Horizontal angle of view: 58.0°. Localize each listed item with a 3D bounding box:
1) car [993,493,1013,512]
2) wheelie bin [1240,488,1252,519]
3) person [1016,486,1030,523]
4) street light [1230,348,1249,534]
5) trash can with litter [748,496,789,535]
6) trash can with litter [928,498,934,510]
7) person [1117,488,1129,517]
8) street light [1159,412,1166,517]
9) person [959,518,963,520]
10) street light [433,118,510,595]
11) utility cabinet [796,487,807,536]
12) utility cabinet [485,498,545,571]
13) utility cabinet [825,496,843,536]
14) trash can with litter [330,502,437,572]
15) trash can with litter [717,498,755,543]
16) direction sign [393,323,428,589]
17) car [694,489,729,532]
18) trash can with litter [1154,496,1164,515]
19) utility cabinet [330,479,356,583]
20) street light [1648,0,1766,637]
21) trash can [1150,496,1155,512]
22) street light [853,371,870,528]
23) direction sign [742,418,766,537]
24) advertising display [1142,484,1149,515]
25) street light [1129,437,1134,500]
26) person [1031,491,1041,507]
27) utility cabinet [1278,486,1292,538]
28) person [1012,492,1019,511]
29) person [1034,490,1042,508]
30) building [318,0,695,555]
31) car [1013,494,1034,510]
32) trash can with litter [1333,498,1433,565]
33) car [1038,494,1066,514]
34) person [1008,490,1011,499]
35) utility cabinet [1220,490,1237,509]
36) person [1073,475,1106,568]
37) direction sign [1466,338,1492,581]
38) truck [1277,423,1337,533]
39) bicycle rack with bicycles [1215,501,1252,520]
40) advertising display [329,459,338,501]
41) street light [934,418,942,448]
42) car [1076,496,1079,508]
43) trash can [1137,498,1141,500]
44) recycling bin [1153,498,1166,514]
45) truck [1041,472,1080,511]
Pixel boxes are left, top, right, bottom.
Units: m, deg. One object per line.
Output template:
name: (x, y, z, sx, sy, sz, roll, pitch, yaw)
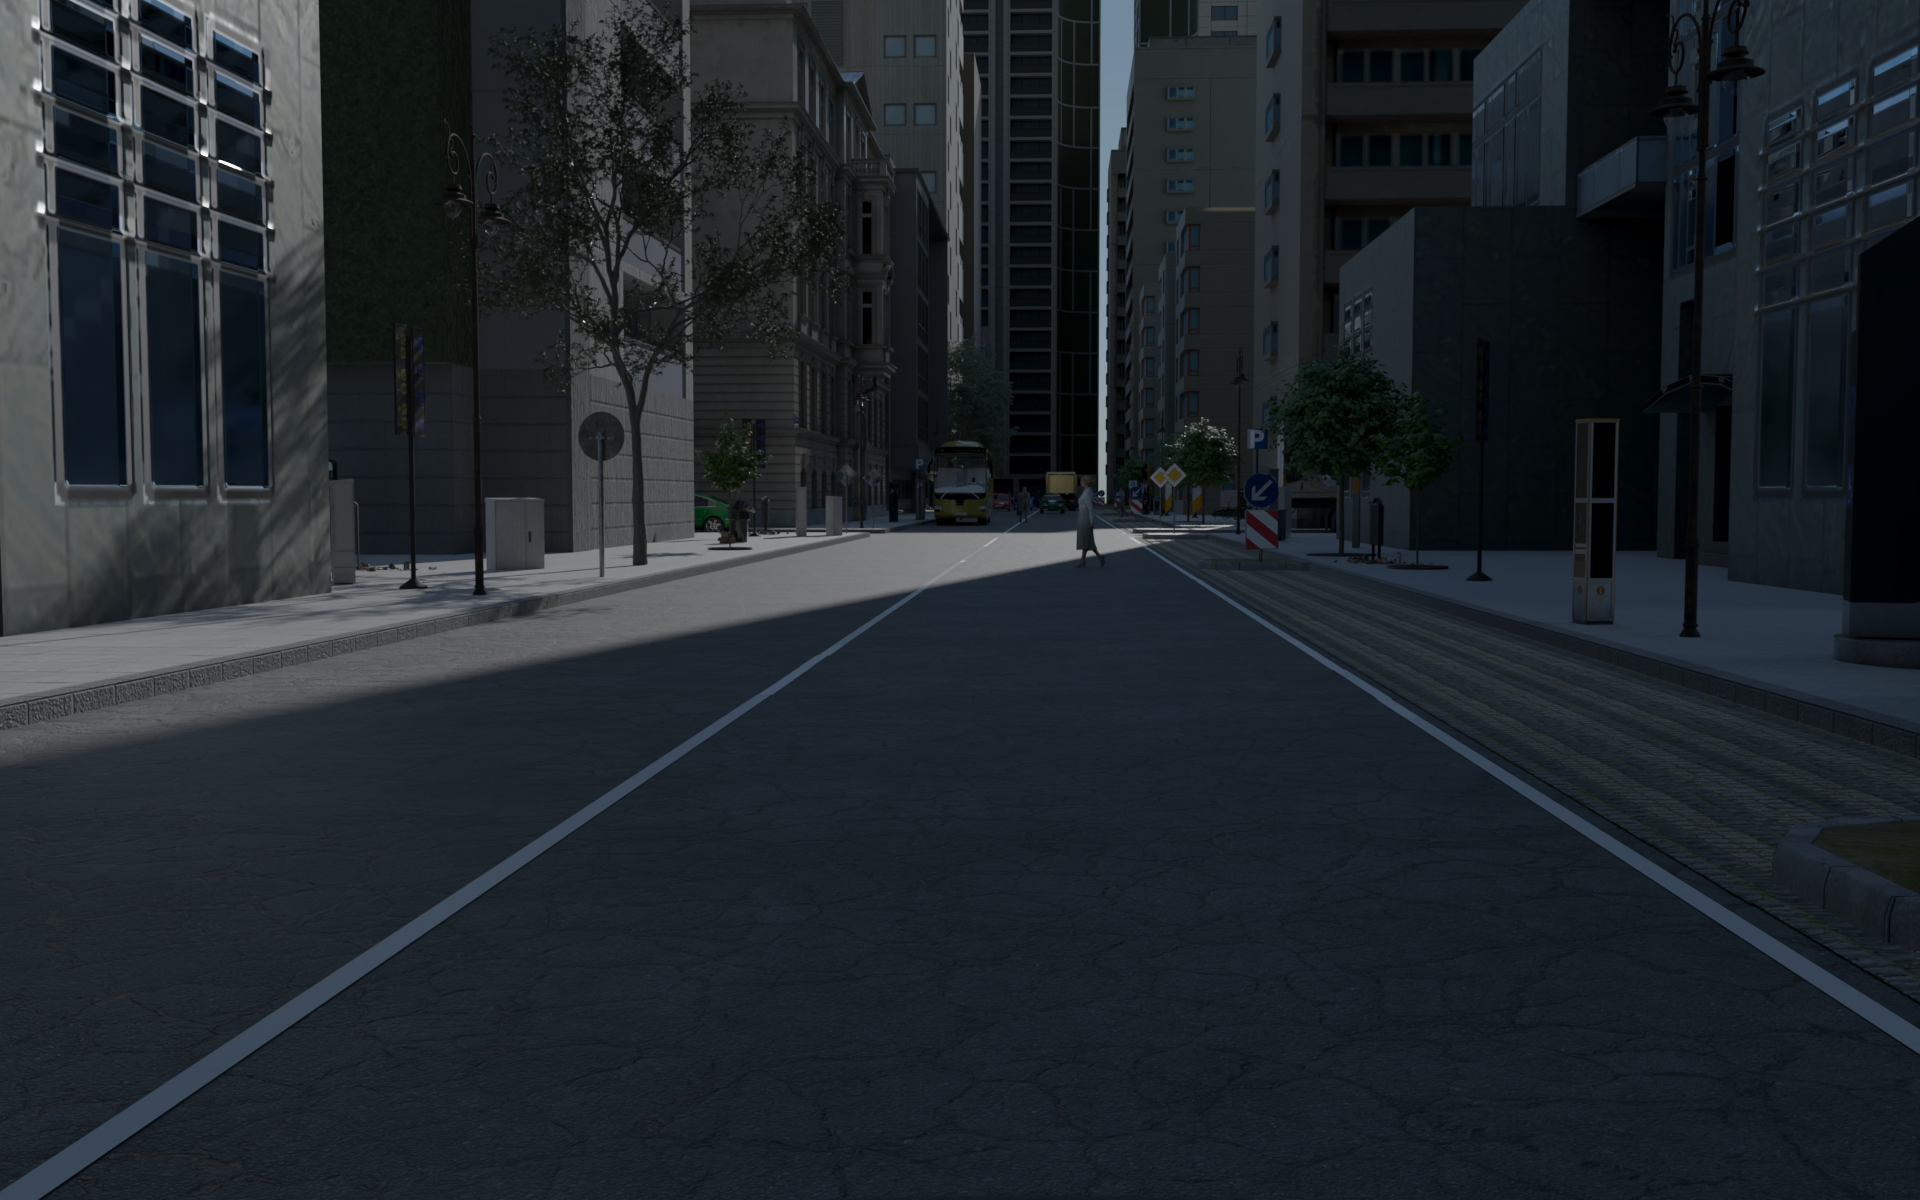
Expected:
car: (3.299, -8.211, 143.284, 2.155, 1.783, 4.494, 0, 4, 3)
wheelie bin: (14.778, -5.003, 89.714, 0.693, 1.594, 0.980, -3, 5, -44)
person: (3.203, -4.792, 86.947, 0.694, 1.812, 0.767, -1, 4, -9)
street light: (8.850, -5.023, 54.914, 0.468, 5.910, 1.993, 0, 4, 3)
trash can with litter: (-6.275, -2.690, 55.033, 1.678, 1.210, 2.233, -1, 4, -9)
trash can with litter: (-2.149, -7.720, 137.286, 2.233, 1.210, 1.678, 3, 4, 37)
person: (10.105, -6.082, 108.057, 0.853, 1.813, 0.709, -1, 4, -15)
street light: (11.466, -7.676, 98.293, 0.468, 5.910, 1.993, 0, 4, 3)
person: (0.052, -5.342, 95.962, 0.709, 1.813, 0.853, -2, 4, -25)
street light: (-6.111, -3.001, 21.857, 0.468, 5.910, 1.993, 0, 4, 3)
utility cabinet: (-4.833, -2.685, 52.571, 0.318, 1.500, 1.173, 0, 4, -7)
utility cabinet: (-7.551, -1.117, 29.432, 0.306, 1.237, 1.020, 3, 4, 38)
utility cabinet: (-3.917, -2.617, 53.949, 0.306, 1.237, 1.020, -1, 4, -19)
trash can with litter: (-9.960, -1.098, 29.004, 2.233, 1.210, 1.678, 0, 4, -8)
trash can with litter: (-5.886, -2.082, 45.435, 0.624, 1.170, 1.055, 2, 4, 24)
direction sign: (-7.421, -1.922, 23.420, 0.379, 3.537, 0.876, 0, 4, 7)
car: (-9.703, -3.116, 59.736, 4.718, 1.807, 1.959, 0, 4, 1)
trash can with litter: (12.192, -5.788, 106.013, 0.624, 1.170, 1.055, 0, 4, 2)
utility cabinet: (-8.936, -1.000, 25.028, 0.318, 1.500, 1.173, -1, 4, -21)
street light: (6.565, -2.606, 15.398, 0.468, 5.910, 1.993, 0, 4, 3)
trash can: (13.919, -6.868, 123.949, 0.748, 1.137, 0.748, 0, 3, 0)
street light: (-3.692, -5.631, 64.861, 0.468, 5.910, 1.993, 0, 4, 3)
direction sign: (-6.197, -3.680, 52.159, 0.379, 3.537, 0.876, 3, 5, 43)
advertising display: (11.438, -6.212, 106.772, 0.123, 1.923, 0.974, -1, 4, -14)
street light: (13.645, -10.074, 137.505, 0.468, 5.910, 1.993, 0, 4, 3)
person: (8.337, -11.166, 191.204, 1.348, 1.807, 0.705, 1, 4, 23)
utility cabinet: (9.413, -2.559, 50.516, 0.318, 1.500, 1.173, 1, 4, 20)
person: (4.673, -8.350, 146.489, 0.593, 1.643, 0.415, 0, 4, 5)
person: (7.988, -10.237, 176.018, 1.348, 1.807, 0.705, -3, 4, -37)
building: (-22.041, -30.792, 45.451, 28.212, 58.520, 21.231, 0, 4, 3)
car: (5.674, -8.909, 155.246, 1.945, 1.707, 3.694, 0, 4, 3)
trash can with litter: (7.816, -1.306, 32.413, 1.678, 1.210, 2.233, 0, 4, 1)
car: (6.834, -7.137, 128.485, 2.131, 1.459, 4.920, 0, 4, 2)
person: (5.085, -10.264, 176.403, 0.705, 1.814, 1.350, 0, 4, 2)
utility cabinet: (16.014, -5.739, 102.510, 1.173, 1.500, 0.318, 2, 4, 32)
person: (2.533, -1.530, 33.747, 0.641, 1.798, 0.478, 1, 4, 17)
direction sign: (7.684, -2.051, 25.532, 0.379, 3.537, 0.876, 2, 4, 27)
truck: (16.674, -4.322, 59.576, 11.283, 4.237, 2.839, 0, 4, 5)
bicycle rack with bicycles: (14.272, -4.505, 87.045, 2.925, 0.926, 2.852, -2, 4, -25)
advertising display: (-12.107, -1.662, 32.393, 0.974, 1.923, 0.123, 1, 4, 10)
street light: (-1.342, -8.058, 104.533, 0.468, 5.910, 1.993, 0, 4, 3)
car: (11.670, -10.466, 183.115, 2.014, 1.417, 4.499, 0, 4, 4)
trash can: (13.958, -7.488, 134.089, 0.748, 1.137, 0.748, 0, 3, 0)
recycling bin: (12.742, -5.954, 109.909, 0.722, 1.027, 0.722, -2, 4, -26)
truck: (8.755, -9.432, 150.136, 3.469, 3.379, 9.791, 0, 4, 3)
